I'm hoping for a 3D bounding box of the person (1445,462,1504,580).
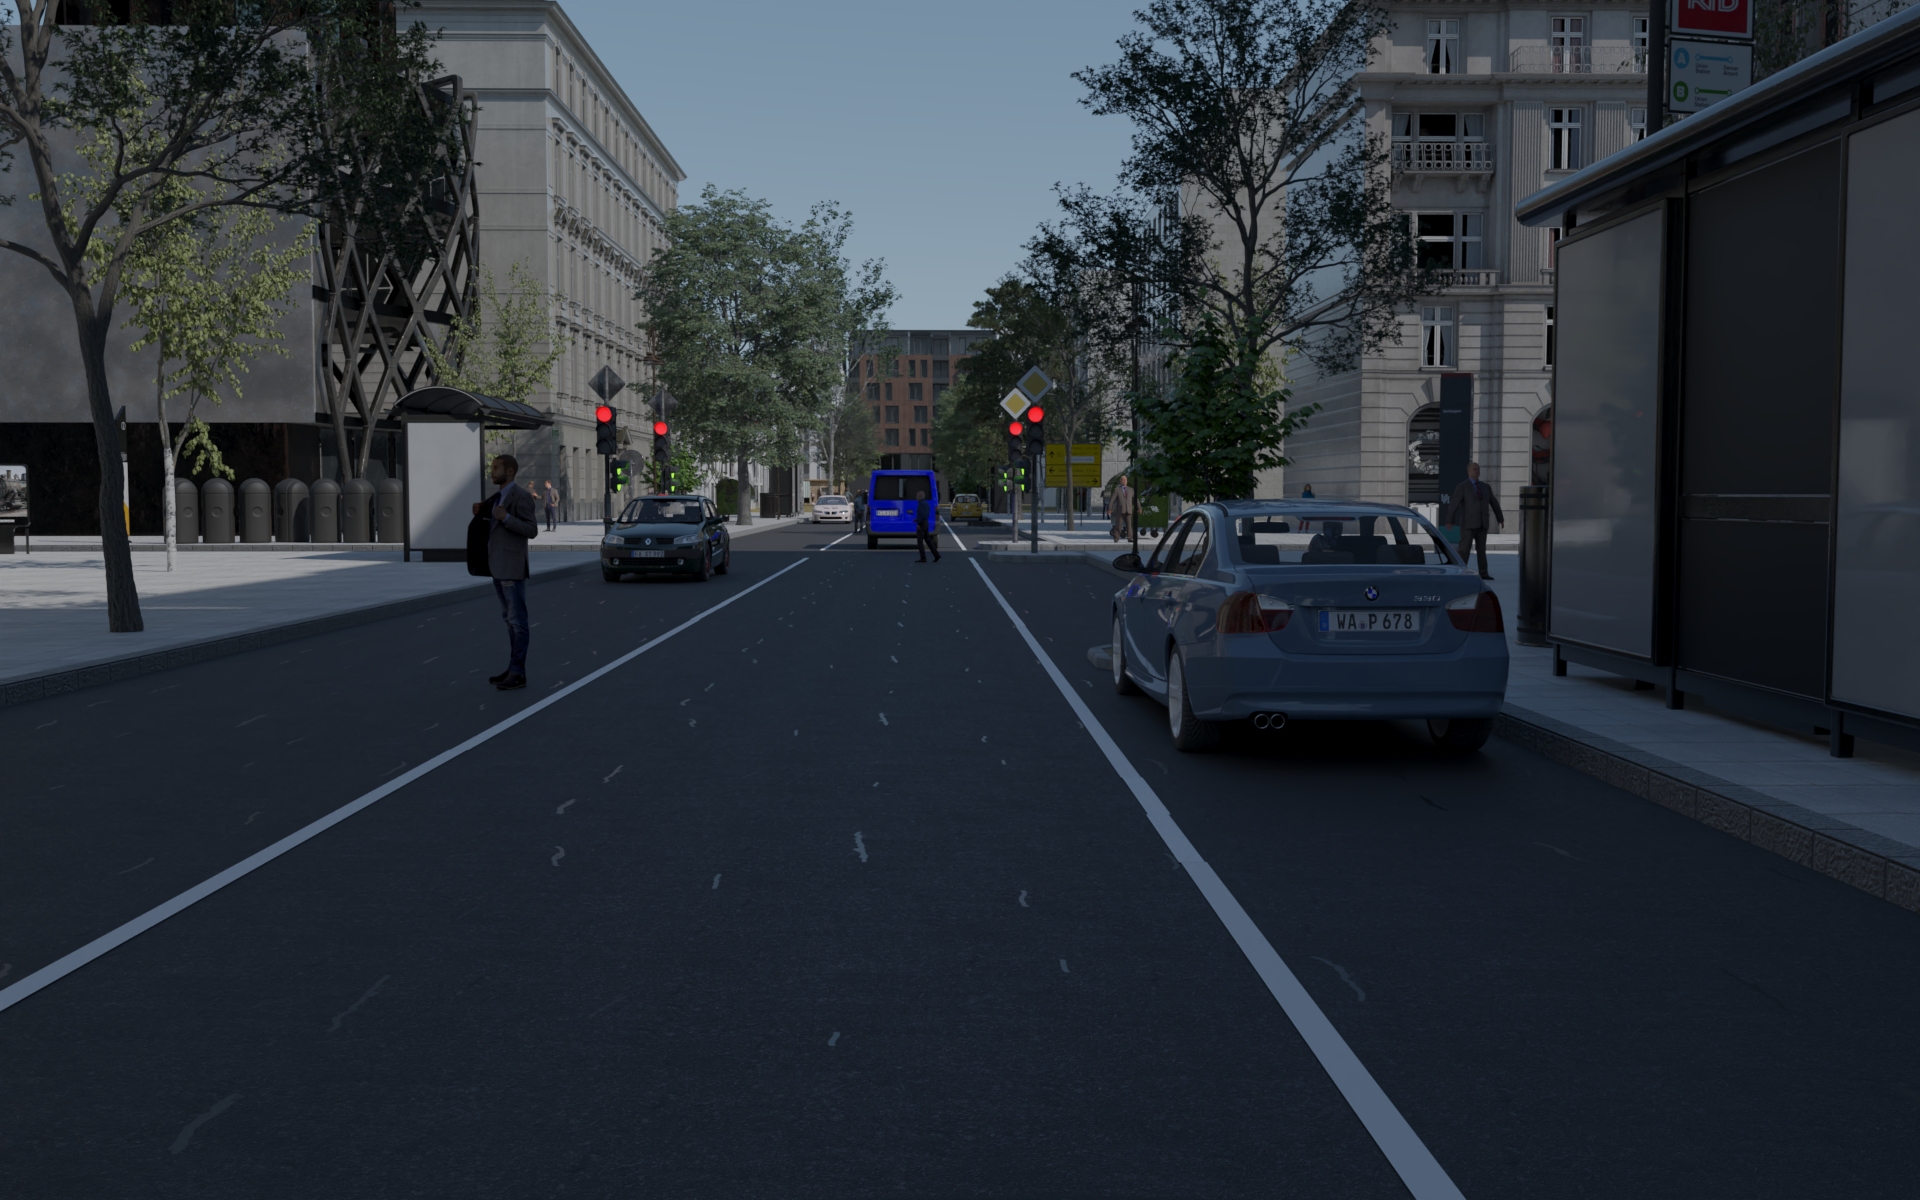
[{"bbox_3d":[7.691,-1.174,25.792,0.990,1.755,0.434,-1,4,-11],"label":"person"}]

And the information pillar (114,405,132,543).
[{"bbox_3d":[-21.966,-3.305,45.392,0.183,3.616,0.504,0,4,0],"label":"information pillar"}]

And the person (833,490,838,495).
[{"bbox_3d":[-12.556,-10.218,173.927,1.217,1.723,0.721,1,4,16],"label":"person"}]

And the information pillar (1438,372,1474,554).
[{"bbox_3d":[10.676,-2.930,37.287,0.750,3.857,0.750,1,4,23],"label":"information pillar"}]

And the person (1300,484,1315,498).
[{"bbox_3d":[11.342,-2.993,56.686,0.593,1.614,0.444,1,4,13],"label":"person"}]

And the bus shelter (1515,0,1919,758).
[{"bbox_3d":[5.012,-2.019,10.651,2.179,5.291,8.768,0,4,-1],"label":"bus shelter"}]

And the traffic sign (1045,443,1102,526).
[{"bbox_3d":[4.514,-4.593,68.974,2.265,3.308,0.079,1,4,8],"label":"traffic sign"}]

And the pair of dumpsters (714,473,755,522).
[{"bbox_3d":[-10.415,-4.729,79.820,1.574,2.255,4.436,0,4,-1],"label":"pair of dumpsters"}]

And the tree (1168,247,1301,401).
[{"bbox_3d":[8.237,-6.198,51.704,4.737,8.622,4.395,0,3,0],"label":"tree"}]

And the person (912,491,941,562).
[{"bbox_3d":[-0.791,-1.541,36.385,0.574,1.496,0.600,-3,5,-44],"label":"person"}]

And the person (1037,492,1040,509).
[{"bbox_3d":[6.773,-8.649,150.711,0.557,1.426,1.065,1,4,13],"label":"person"}]

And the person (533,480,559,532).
[{"bbox_3d":[-14.043,-3.190,58.728,0.617,1.759,0.750,3,4,37],"label":"person"}]

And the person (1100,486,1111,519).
[{"bbox_3d":[7.412,-4.927,87.424,0.655,1.722,0.431,2,4,32],"label":"person"}]

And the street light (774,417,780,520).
[{"bbox_3d":[-9.065,-6.942,86.295,0.468,5.910,1.993,0,4,-1],"label":"street light"}]

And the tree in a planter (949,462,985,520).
[{"bbox_3d":[0.384,-6.118,97.255,1.991,3.239,1.994,0,4,-1],"label":"tree in a planter"}]

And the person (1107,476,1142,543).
[{"bbox_3d":[4.341,-2.384,45.579,0.990,1.755,0.434,-1,4,-13],"label":"person"}]

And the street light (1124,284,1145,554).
[{"bbox_3d":[3.773,-3.934,37.103,0.468,5.910,1.993,0,4,-1],"label":"street light"}]

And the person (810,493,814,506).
[{"bbox_3d":[-16.093,-10.948,188.239,0.628,1.438,0.799,-1,4,-19],"label":"person"}]

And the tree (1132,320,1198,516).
[{"bbox_3d":[8.943,-7.336,70.300,4.360,8.622,3.978,0,3,0],"label":"tree"}]

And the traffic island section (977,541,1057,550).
[{"bbox_3d":[1.468,-1.421,45.520,2.009,0.180,2.903,0,4,-1],"label":"traffic island section"}]

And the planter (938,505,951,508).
[{"bbox_3d":[-1.237,-9.402,174.865,1.991,0.319,1.994,0,4,-1],"label":"planter"}]

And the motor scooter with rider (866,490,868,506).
[{"bbox_3d":[-7.096,-7.377,129.583,0.876,1.779,1.986,0,4,-3],"label":"motor scooter with rider"}]

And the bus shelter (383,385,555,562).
[{"bbox_3d":[-9.785,-2.517,35.080,2.014,3.302,5.546,0,4,-1],"label":"bus shelter"}]

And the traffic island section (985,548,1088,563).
[{"bbox_3d":[1.634,-0.933,37.537,2.009,0.180,2.903,0,4,-1],"label":"traffic island section"}]

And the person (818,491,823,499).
[{"bbox_3d":[-14.701,-10.716,182.720,0.593,1.643,0.415,-2,4,-32],"label":"person"}]

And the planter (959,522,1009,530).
[{"bbox_3d":[0.949,-3.013,70.406,1.991,0.319,1.994,0,4,-1],"label":"planter"}]

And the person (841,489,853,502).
[{"bbox_3d":[-10.757,-9.690,164.564,1.350,1.814,0.705,1,4,15],"label":"person"}]

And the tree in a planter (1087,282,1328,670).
[{"bbox_3d":[2.110,-1.067,14.662,1.991,3.239,1.994,0,4,-1],"label":"tree in a planter"}]

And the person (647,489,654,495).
[{"bbox_3d":[-11.919,-3.609,67.254,0.471,1.553,0.569,-2,4,-30],"label":"person"}]

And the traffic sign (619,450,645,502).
[{"bbox_3d":[-9.411,-3.027,49.592,0.768,2.556,0.104,0,4,6],"label":"traffic sign"}]

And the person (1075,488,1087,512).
[{"bbox_3d":[8.664,-7.126,122.511,1.348,1.831,0.705,3,4,38],"label":"person"}]

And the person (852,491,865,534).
[{"bbox_3d":[-3.617,-3.131,61.907,0.499,1.552,0.429,0,4,-5],"label":"person"}]

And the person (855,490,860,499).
[{"bbox_3d":[-7.676,-7.578,132.926,0.721,1.766,1.217,-3,5,-41],"label":"person"}]

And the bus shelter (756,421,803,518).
[{"bbox_3d":[-10.003,-7.205,95.435,2.179,5.291,8.768,0,4,-1],"label":"bus shelter"}]

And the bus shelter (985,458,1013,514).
[{"bbox_3d":[2.632,-7.550,114.729,1.731,3.624,6.357,0,4,-1],"label":"bus shelter"}]

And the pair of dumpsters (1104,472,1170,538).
[{"bbox_3d":[5.232,-2.948,50.690,1.574,2.255,4.436,0,4,-1],"label":"pair of dumpsters"}]

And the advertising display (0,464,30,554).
[{"bbox_3d":[-20.329,-1.933,36.814,0.974,1.923,0.123,-1,4,-23],"label":"advertising display"}]

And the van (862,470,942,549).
[{"bbox_3d":[-1.556,-2.594,46.789,2.240,2.365,5.245,0,4,-2],"label":"van"}]

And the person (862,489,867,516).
[{"bbox_3d":[-5.841,-5.869,105.130,0.621,1.740,0.551,1,4,9],"label":"person"}]

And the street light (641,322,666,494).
[{"bbox_3d":[-8.238,-4.521,46.706,0.468,5.910,1.993,0,4,-1],"label":"street light"}]

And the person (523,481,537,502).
[{"bbox_3d":[-15.454,-3.388,62.121,0.565,1.739,0.600,-1,4,-20],"label":"person"}]

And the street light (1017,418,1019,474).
[{"bbox_3d":[2.597,-6.553,79.923,0.468,5.910,1.993,0,4,-1],"label":"street light"}]

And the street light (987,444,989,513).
[{"bbox_3d":[1.940,-8.974,119.516,0.468,5.910,1.993,0,4,-1],"label":"street light"}]

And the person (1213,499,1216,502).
[{"bbox_3d":[10.006,-3.679,66.898,0.576,1.737,0.504,2,4,28],"label":"person"}]

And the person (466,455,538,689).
[{"bbox_3d":[-3.403,-0.216,12.850,0.431,1.722,0.655,-2,4,-29],"label":"person"}]
